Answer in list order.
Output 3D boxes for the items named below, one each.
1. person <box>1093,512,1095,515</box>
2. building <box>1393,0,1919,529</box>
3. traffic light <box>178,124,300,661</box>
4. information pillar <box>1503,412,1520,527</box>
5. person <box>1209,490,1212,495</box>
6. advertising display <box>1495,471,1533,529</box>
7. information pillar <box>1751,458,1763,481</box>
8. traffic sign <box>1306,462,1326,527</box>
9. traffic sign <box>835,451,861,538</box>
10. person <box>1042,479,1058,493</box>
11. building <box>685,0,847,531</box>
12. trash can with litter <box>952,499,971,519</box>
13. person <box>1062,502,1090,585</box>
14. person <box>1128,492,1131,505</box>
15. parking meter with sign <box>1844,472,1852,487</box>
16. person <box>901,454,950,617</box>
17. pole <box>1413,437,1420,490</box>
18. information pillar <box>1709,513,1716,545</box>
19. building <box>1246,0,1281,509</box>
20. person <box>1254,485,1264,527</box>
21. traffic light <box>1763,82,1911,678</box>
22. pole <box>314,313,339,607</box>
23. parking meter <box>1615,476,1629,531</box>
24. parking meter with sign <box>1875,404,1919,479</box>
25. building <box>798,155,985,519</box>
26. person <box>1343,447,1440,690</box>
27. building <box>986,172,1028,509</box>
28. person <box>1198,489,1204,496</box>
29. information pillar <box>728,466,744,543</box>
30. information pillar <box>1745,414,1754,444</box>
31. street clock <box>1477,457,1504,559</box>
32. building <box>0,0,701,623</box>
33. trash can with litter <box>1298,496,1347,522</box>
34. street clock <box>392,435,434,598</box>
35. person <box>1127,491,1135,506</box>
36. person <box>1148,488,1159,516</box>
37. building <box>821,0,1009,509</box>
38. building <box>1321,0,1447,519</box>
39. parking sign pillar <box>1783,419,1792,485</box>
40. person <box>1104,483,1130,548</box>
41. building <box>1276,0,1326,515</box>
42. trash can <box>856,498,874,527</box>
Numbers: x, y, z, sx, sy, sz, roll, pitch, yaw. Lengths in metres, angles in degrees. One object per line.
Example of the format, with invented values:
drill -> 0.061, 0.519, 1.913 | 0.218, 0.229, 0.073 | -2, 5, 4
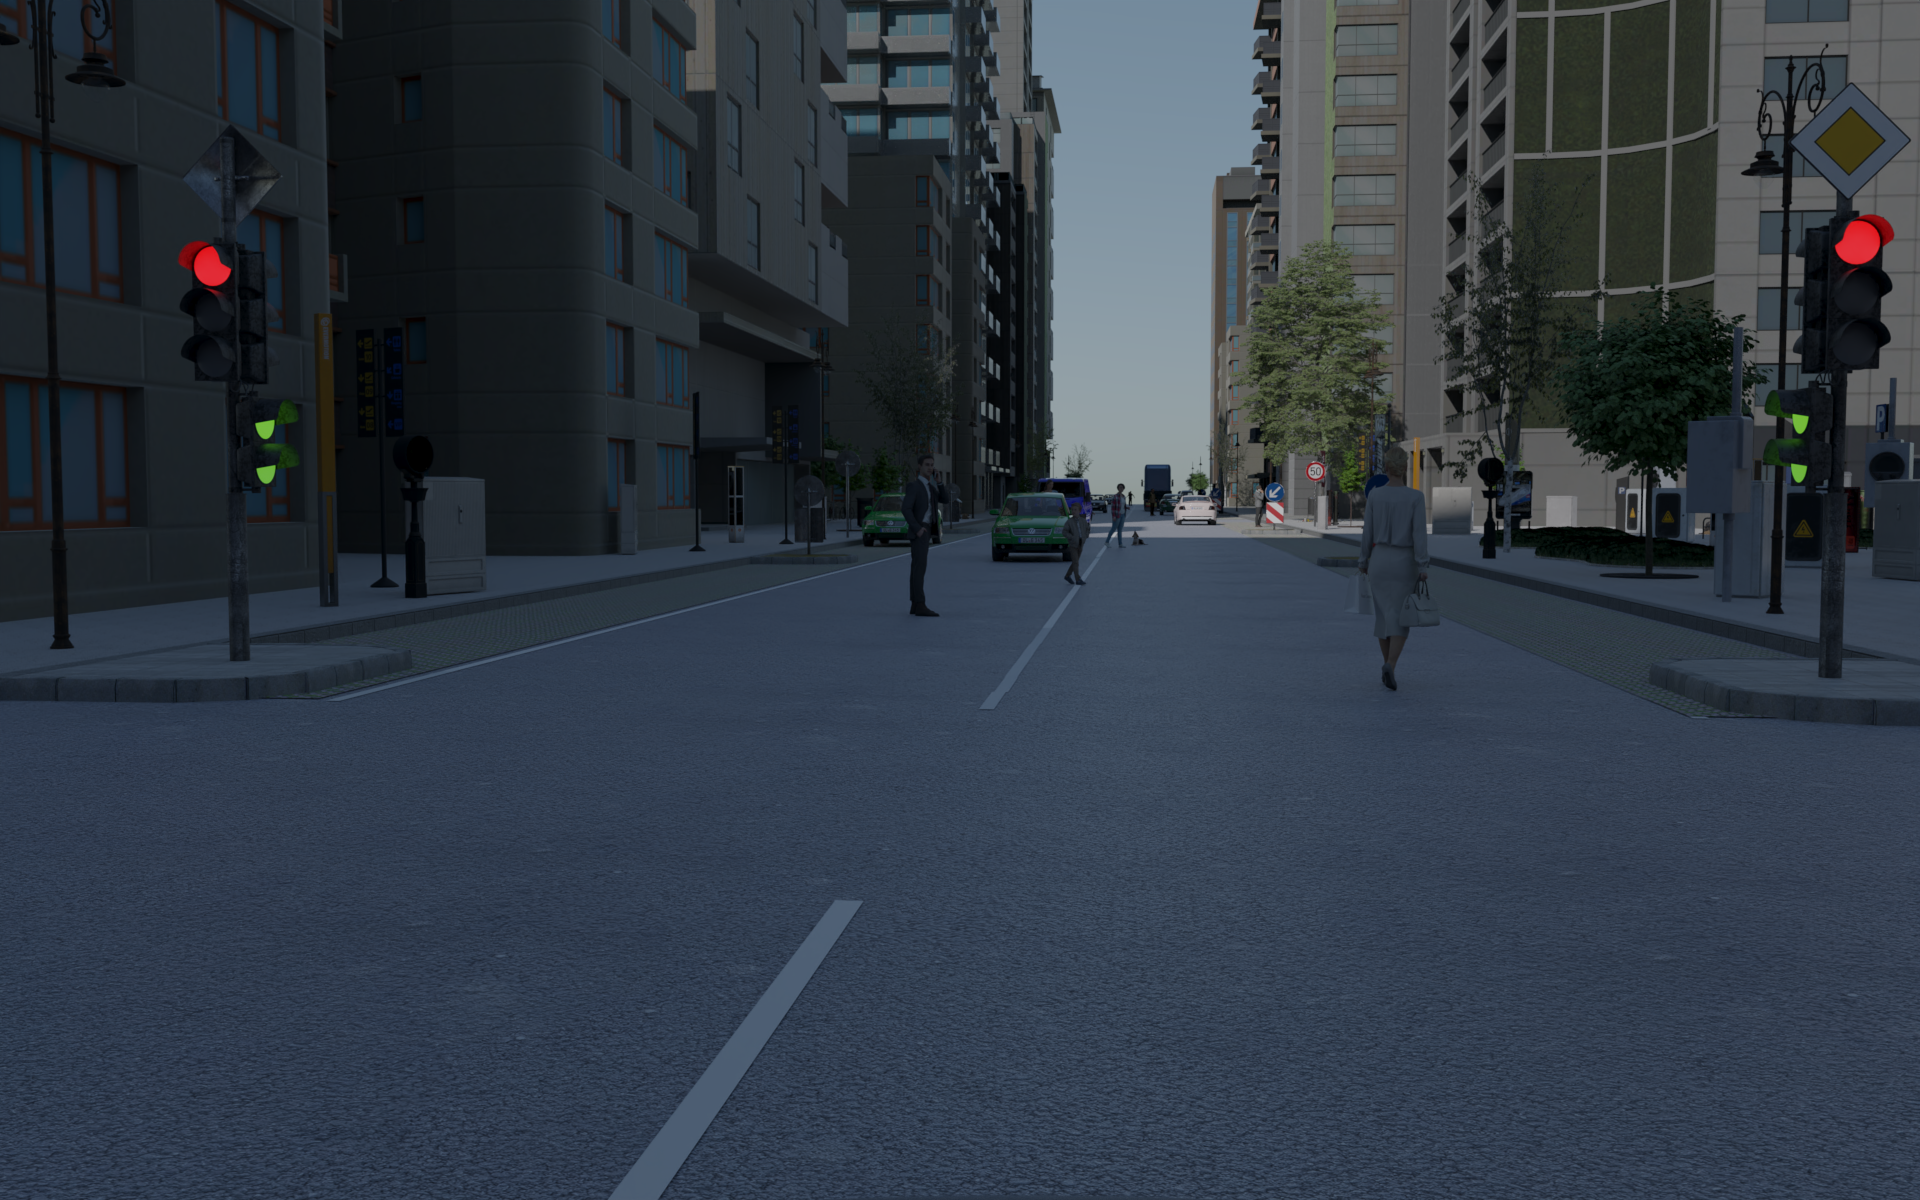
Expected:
person -> 6.075, -4.336, 84.891 | 1.012, 1.151, 0.738 | 1, 4, 16
building -> 30.000, -38.672, 70.535 | 20.563, 71.187, 20.611 | 0, 4, 6
traffic light -> -5.529, -1.486, 13.217 | 0.839, 4.253, 0.868 | 0, 4, 6
information pillar -> 15.706, -3.546, 49.332 | 0.183, 3.616, 0.504 | -2, 4, -31
person -> 18.333, -7.145, 126.266 | 0.436, 1.711, 0.756 | 0, 4, 1
advertising display -> 15.318, -2.611, 47.900 | 0.974, 1.923, 0.123 | 2, 4, 28
information pillar -> 16.373, -1.919, 35.874 | 0.304, 2.012, 0.304 | -2, 4, -29
traffic sign -> 13.971, -4.158, 68.092 | 0.768, 2.556, 0.104 | 1, 4, 15
traffic sign -> -3.305, -3.106, 50.895 | 0.768, 2.556, 0.104 | 0, 4, 8
person -> 2.277, -2.213, 44.769 | 0.616, 1.811, 0.778 | -1, 4, -10
building -> -19.388, -29.171, 66.189 | 28.713, 52.752, 27.495 | 0, 4, 6
trash can with litter -> 0.038, -4.705, 88.309 | 1.055, 1.170, 0.624 | 1, 4, 22
person -> 1.845, -0.892, 27.362 | 0.475, 1.303, 0.640 | -2, 4, -34
person -> 23.033, -13.802, 234.878 | 0.721, 1.735, 1.217 | 0, 4, -6
parking meter with sign -> 30.147, -3.858, 59.344 | 1.738, 3.016, 0.543 | 1, 4, 20
person -> -0.395, -0.775, 20.526 | 0.474, 1.900, 0.648 | 1, 4, 15
pole -> 16.458, -4.198, 62.477 | 0.158, 3.312, 0.155 | 0, 3, 0
information pillar -> 17.071, -2.105, 38.910 | 0.304, 2.012, 0.304 | -3, 5, -42
building -> 35.597, -29.915, 143.731 | 22.147, 44.769, 28.867 | 0, 4, 6
person -> 12.925, -4.044, 74.798 | 0.473, 1.802, 0.592 | 1, 4, 23
traffic light -> 6.069, -1.412, 12.006 | 0.839, 4.253, 0.868 | 0, 4, 6
pole -> -7.198, -1.579, 19.665 | 0.158, 3.312, 0.155 | 0, 3, 0
parking meter -> 21.671, -3.119, 56.704 | 0.399, 1.863, 0.255 | 2, 4, 33
parking meter with sign -> 18.698, -2.277, 33.495 | 1.738, 3.016, 0.543 | 1, 4, 9
building -> -13.585, -15.859, 104.328 | 27.650, 21.520, 28.899 | 0, 4, 6
person -> 3.168, -0.242, 12.806 | 0.694, 1.780, 0.624 | 3, 5, 44
building -> -1.386, -23.466, 155.374 | 14.160, 30.474, 14.107 | 0, 4, 6
person -> 18.338, -7.584, 132.515 | 1.348, 1.822, 0.705 | -3, 4, -38
information pillar -> -5.888, -2.512, 45.558 | 0.304, 2.012, 0.304 | -3, 5, -44
information pillar -> 19.739, -3.189, 43.496 | 0.183, 3.616, 0.504 | 0, 4, -4
street clock -> 10.514, -1.821, 34.352 | 0.471, 2.002, 0.358 | -1, 4, -17
building -> -21.945, -11.379, 31.082 | 27.650, 21.520, 28.899 | 0, 4, 6
trash can with litter -> 16.644, -4.189, 79.547 | 2.233, 1.210, 1.678 | 1, 4, 9
street clock -> -6.719, -1.025, 21.333 | 0.358, 2.002, 0.471 | 2, 4, 27
person -> 20.648, -12.300, 209.745 | 1.348, 1.807, 0.705 | 3, 5, 40
person -> 12.765, -6.486, 114.646 | 0.705, 1.812, 1.348 | 3, 4, 37
building -> -8.662, -31.413, 133.213 | 23.786, 49.044, 30.456 | 0, 4, 6
building -> 26.891, -25.144, 94.691 | 14.154, 41.232, 14.086 | 0, 4, 6
parking sign pillar -> 29.491, -4.421, 60.753 | 1.447, 3.967, 1.447 | 0, 4, 6
person -> 4.220, -2.262, 46.328 | 0.643, 1.720, 0.563 | 3, 5, 44
building -> 31.924, -35.037, 114.858 | 21.231, 58.520, 28.212 | 0, 4, 6
trash can -> -3.663, -3.369, 66.729 | 0.748, 1.137, 0.748 | 0, 3, 0
